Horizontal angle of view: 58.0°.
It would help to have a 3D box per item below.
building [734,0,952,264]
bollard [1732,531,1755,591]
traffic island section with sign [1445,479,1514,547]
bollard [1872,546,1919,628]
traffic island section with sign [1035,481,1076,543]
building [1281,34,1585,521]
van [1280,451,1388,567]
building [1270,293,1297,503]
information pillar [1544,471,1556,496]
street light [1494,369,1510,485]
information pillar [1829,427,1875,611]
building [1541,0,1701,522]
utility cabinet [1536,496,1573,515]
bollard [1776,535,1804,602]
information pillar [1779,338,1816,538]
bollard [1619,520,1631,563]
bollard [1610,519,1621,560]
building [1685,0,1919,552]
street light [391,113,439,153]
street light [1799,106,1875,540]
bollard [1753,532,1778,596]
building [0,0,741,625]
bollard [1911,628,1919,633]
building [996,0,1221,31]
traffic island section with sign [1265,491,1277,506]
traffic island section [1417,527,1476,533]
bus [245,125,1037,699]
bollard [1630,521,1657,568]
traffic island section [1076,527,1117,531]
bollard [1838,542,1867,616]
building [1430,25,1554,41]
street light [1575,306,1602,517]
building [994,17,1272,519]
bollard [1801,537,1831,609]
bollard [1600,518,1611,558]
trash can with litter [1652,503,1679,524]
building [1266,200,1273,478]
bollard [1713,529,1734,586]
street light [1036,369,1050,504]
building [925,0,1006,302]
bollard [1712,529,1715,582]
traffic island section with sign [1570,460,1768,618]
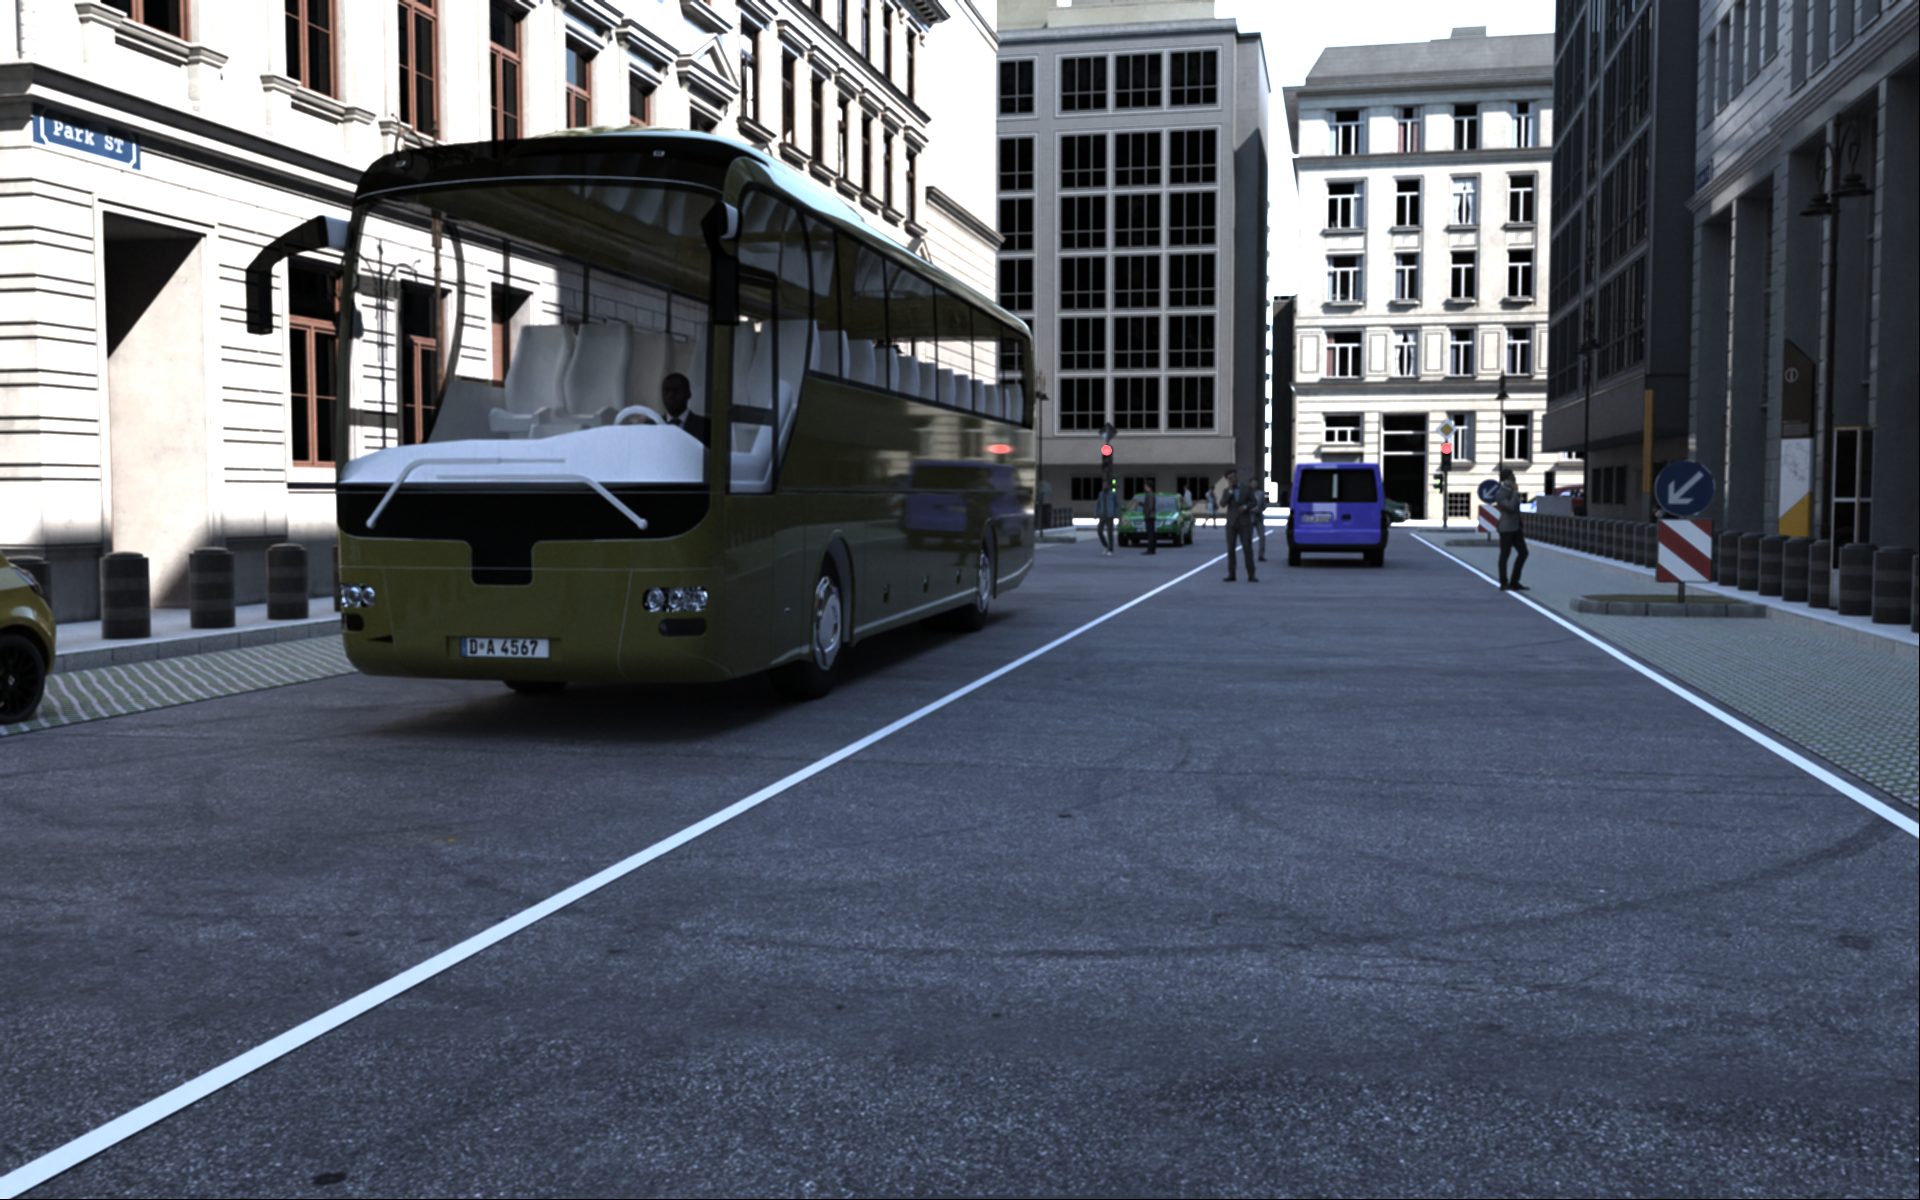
[{"bbox_3d":[-7.502,-11.130,46.610,10.561,19.102,19.286,1,4,12],"label":"building"},{"bbox_3d":[10.584,-0.511,23.069,0.404,0.777,0.398,0,3,0],"label":"bollard"},{"bbox_3d":[14.372,-2.380,47.537,1.989,1.847,2.006,1,4,12],"label":"traffic island section with sign"},{"bbox_3d":[9.279,-0.151,17.178,0.404,0.777,0.398,0,3,0],"label":"bollard"},{"bbox_3d":[2.378,-2.591,50.984,1.989,1.847,2.006,1,4,12],"label":"traffic island section with sign"},{"bbox_3d":[31.723,-15.563,87.745,30.059,22.955,16.112,1,4,12],"label":"building"},{"bbox_3d":[7.773,-1.932,35.979,2.240,2.365,5.245,1,4,11],"label":"van"},{"bbox_3d":[51.447,-29.056,246.765,14.107,30.474,14.160,1,4,12],"label":"building"},{"bbox_3d":[18.756,-3.096,55.118,0.304,2.012,0.304,2,4,25],"label":"information pillar"},{"bbox_3d":[20.043,-5.588,64.147,0.468,5.910,1.993,1,4,12],"label":"street light"},{"bbox_3d":[9.807,-0.890,19.049,0.304,2.012,0.304,-2,4,-34],"label":"information pillar"},{"bbox_3d":[25.558,-15.662,49.578,14.314,27.812,24.014,1,4,12],"label":"building"},{"bbox_3d":[17.925,-2.516,52.291,1.020,1.237,0.306,1,4,11],"label":"utility cabinet"},{"bbox_3d":[10.065,-0.367,20.719,0.404,0.777,0.398,0,3,0],"label":"bollard"},{"bbox_3d":[12.505,-2.113,25.908,0.183,3.616,0.504,-2,4,-31],"label":"information pillar"},{"bbox_3d":[12.678,-1.089,32.525,0.404,0.777,0.398,0,3,0],"label":"bollard"},{"bbox_3d":[12.937,-1.161,33.699,0.404,0.777,0.398,0,3,0],"label":"bollard"},{"bbox_3d":[18.808,-15.046,23.500,11.434,29.767,29.804,1,4,12],"label":"building"},{"bbox_3d":[-6.482,-2.982,21.549,0.468,5.910,1.993,1,4,12],"label":"street light"},{"bbox_3d":[10.646,-2.959,21.174,0.468,5.910,1.993,1,4,12],"label":"street light"},{"bbox_3d":[10.324,-0.439,21.895,0.404,0.777,0.398,0,3,0],"label":"bollard"},{"bbox_3d":[-11.637,-11.657,26.749,11.583,22.565,21.152,1,4,12],"label":"building"},{"bbox_3d":[9.022,-0.078,16.000,0.404,0.777,0.398,0,3,0],"label":"bollard"},{"bbox_3d":[14.384,-33.185,166.282,21.300,48.544,21.600,1,4,12],"label":"building"},{"bbox_3d":[36.651,-12.069,205.953,1.989,1.847,2.006,1,4,12],"label":"traffic island section with sign"},{"bbox_3d":[18.232,-2.615,65.031,2.009,0.180,2.903,1,4,12],"label":"traffic island section"},{"bbox_3d":[-1.463,-1.466,15.512,2.896,3.916,12.252,1,4,11],"label":"bus"},{"bbox_3d":[12.412,-1.016,31.336,0.404,0.777,0.398,0,3,0],"label":"bollard"},{"bbox_3d":[5.742,-2.783,67.789,2.009,0.180,2.903,1,4,12],"label":"traffic island section"},{"bbox_3d":[9.544,-0.223,18.368,0.404,0.777,0.398,0,3,0],"label":"bollard"},{"bbox_3d":[51.705,-31.601,166.780,14.600,45.320,14.200,1,4,12],"label":"building"},{"bbox_3d":[15.478,-4.281,42.776,0.468,5.910,1.993,1,4,12],"label":"street light"},{"bbox_3d":[4.347,-18.376,93.952,24.014,27.812,14.314,1,4,12],"label":"building"},{"bbox_3d":[9.802,-0.295,19.542,0.404,0.777,0.398,0,3,0],"label":"bollard"},{"bbox_3d":[13.197,-1.234,34.889,0.404,0.777,0.398,0,3,0],"label":"bollard"},{"bbox_3d":[14.618,-1.532,36.440,0.624,1.170,1.055,-1,4,-15],"label":"trash can with litter"},{"bbox_3d":[30.477,-38.875,255.216,30.456,49.044,23.786,1,4,12],"label":"building"},{"bbox_3d":[10.847,-0.584,24.260,0.404,0.777,0.398,0,3,0],"label":"bollard"},{"bbox_3d":[2.983,-5.592,64.217,0.468,5.910,1.993,1,4,12],"label":"street light"},{"bbox_3d":[-11.615,-16.304,63.827,25.104,27.353,12.463,1,4,12],"label":"building"},{"bbox_3d":[11.104,-0.655,25.434,0.404,0.777,0.398,0,3,0],"label":"bollard"},{"bbox_3d":[8.514,-0.756,20.992,1.989,1.847,2.006,1,4,12],"label":"traffic island section with sign"}]
